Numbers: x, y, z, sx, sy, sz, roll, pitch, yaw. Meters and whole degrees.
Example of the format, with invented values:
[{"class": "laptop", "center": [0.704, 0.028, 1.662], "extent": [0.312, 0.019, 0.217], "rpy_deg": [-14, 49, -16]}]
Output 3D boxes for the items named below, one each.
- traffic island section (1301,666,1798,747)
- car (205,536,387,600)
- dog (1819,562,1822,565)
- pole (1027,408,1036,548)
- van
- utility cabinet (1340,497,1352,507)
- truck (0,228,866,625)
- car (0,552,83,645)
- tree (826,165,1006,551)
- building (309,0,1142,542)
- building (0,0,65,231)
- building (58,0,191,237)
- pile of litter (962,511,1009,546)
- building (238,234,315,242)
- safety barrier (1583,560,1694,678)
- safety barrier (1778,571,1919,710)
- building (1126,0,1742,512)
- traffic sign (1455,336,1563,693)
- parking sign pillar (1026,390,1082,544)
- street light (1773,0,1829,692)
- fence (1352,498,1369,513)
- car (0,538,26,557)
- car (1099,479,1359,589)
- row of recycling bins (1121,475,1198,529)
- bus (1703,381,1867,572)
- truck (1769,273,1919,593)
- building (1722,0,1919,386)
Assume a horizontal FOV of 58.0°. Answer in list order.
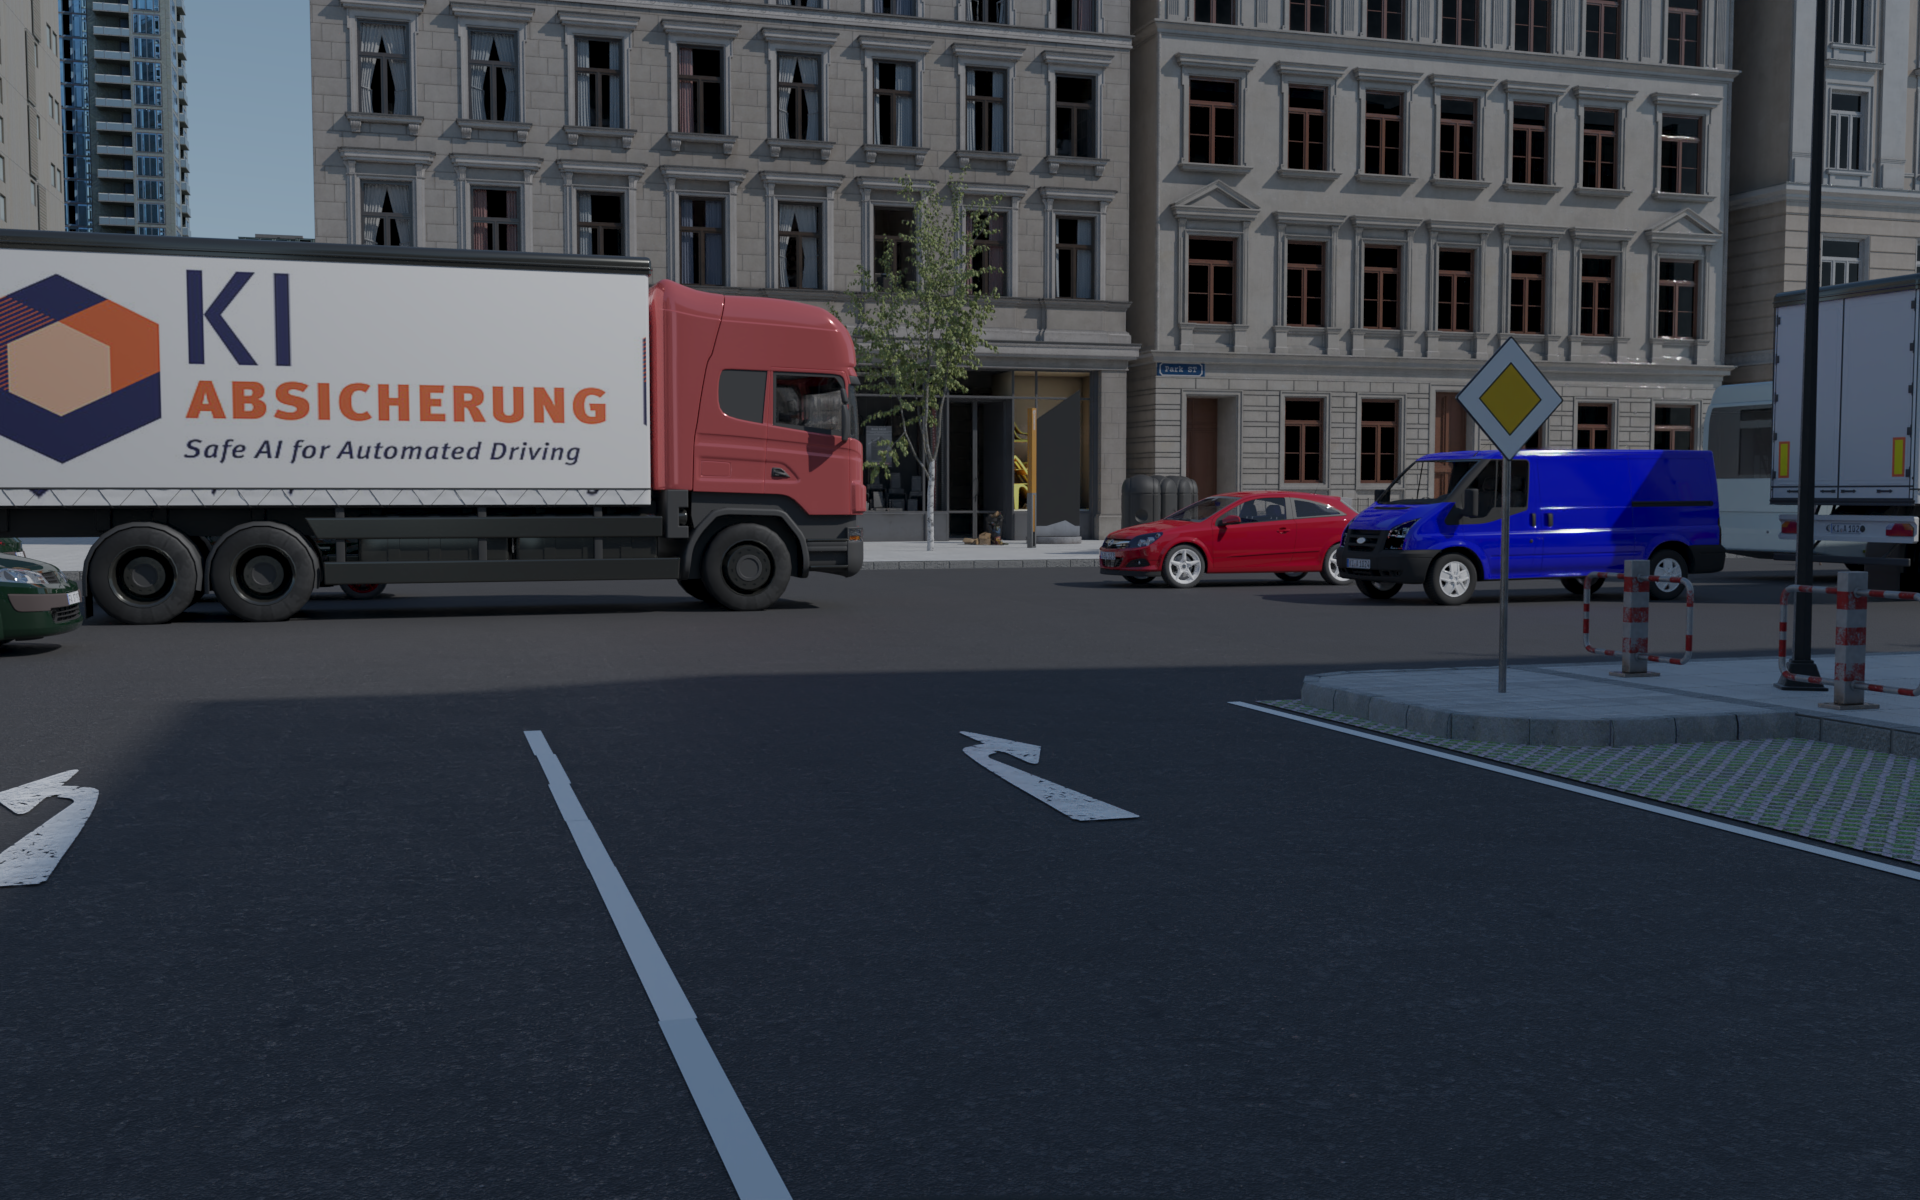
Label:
[{"class": "traffic island section", "center": [3.523, 0.677, 11.216], "extent": [2.009, 0.180, 2.903], "rpy_deg": [-1, 4, -17]}, {"class": "car", "center": [-9.650, -0.853, 23.732], "extent": [4.222, 1.686, 2.009], "rpy_deg": [-1, 4, -19]}, {"class": "dog", "center": [17.168, -0.962, 35.011], "extent": [0.540, 0.507, 0.406], "rpy_deg": [2, 4, 33]}, {"class": "pole", "center": [1.705, -2.894, 41.162], "extent": [0.158, 3.312, 0.155], "rpy_deg": [0, 3, 0]}, {"class": "van", "center": [7.695, -1.175, 23.589], "extent": [5.245, 2.365, 2.240], "rpy_deg": [-1, 4, -19]}, {"class": "utility cabinet", "center": [8.160, -1.630, 37.805], "extent": [0.306, 1.237, 1.020], "rpy_deg": [-1, 4, -19]}, {"class": "truck", "center": [-6.173, -1.959, 20.950], "extent": [11.283, 4.237, 2.839], "rpy_deg": [-1, 4, -19]}, {"class": "car", "center": [-10.113, -0.336, 15.276], "extent": [4.222, 1.686, 2.009], "rpy_deg": [-1, 4, -16]}, {"class": "tree", "center": [-0.771, -5.427, 39.099], "extent": [4.737, 8.622, 4.395], "rpy_deg": [0, 3, 0]}, {"class": "building", "center": [-15.527, -11.923, 45.845], "extent": [40.483, 20.767, 10.553], "rpy_deg": [-1, 4, -17]}, {"class": "building", "center": [-81.262, -32.725, 124.295], "extent": [27.495, 52.752, 28.713], "rpy_deg": [-1, 4, -17]}, {"class": "building", "center": [-99.515, -53.748, 191.449], "extent": [31.000, 86.520, 22.319], "rpy_deg": [-1, 4, -17]}, {"class": "pile of litter", "center": [0.642, -1.829, 43.864], "extent": [1.176, 0.858, 1.719], "rpy_deg": [0, 4, 0]}, {"class": "building", "center": [-76.675, -25.934, 195.716], "extent": [14.107, 30.474, 14.160], "rpy_deg": [-1, 4, -17]}, {"class": "safety barrier", "center": [4.758, 0.127, 12.194], "extent": [0.300, 0.817, 1.120], "rpy_deg": [-1, 4, -17]}, {"class": "safety barrier", "center": [5.331, 0.239, 10.364], "extent": [0.300, 0.817, 1.120], "rpy_deg": [-1, 4, -17]}, {"class": "building", "center": [13.404, -13.477, 56.499], "extent": [21.152, 22.565, 11.583], "rpy_deg": [-1, 4, -17]}, {"class": "traffic sign", "center": [3.503, -0.458, 11.132], "extent": [0.795, 2.450, 0.064], "rpy_deg": [-1, 4, -17]}, {"class": "parking sign pillar", "center": [2.432, -3.449, 44.869], "extent": [1.447, 3.967, 1.447], "rpy_deg": [0, 4, -7]}, {"class": "street light", "center": [5.019, -2.357, 11.074], "extent": [1.470, 5.913, 1.316], "rpy_deg": [-1, 4, -17]}, {"class": "fence", "center": [10.604, -1.955, 43.167], "extent": [2.264, 1.192, 0.480], "rpy_deg": [-3, 4, -37]}, {"class": "car", "center": [-15.248, -0.861, 23.858], "extent": [4.222, 1.686, 2.009], "rpy_deg": [-1, 4, -18]}, {"class": "car", "center": [4.360, -1.126, 27.457], "extent": [4.494, 1.783, 2.155], "rpy_deg": [-1, 4, -19]}, {"class": "row of recycling bins", "center": [4.462, -1.898, 38.152], "extent": [1.069, 1.692, 3.534], "rpy_deg": [2, 4, 25]}, {"class": "bus", "center": [19.435, -2.186, 30.604], "extent": [13.247, 3.499, 2.948], "rpy_deg": [-1, 4, -18]}, {"class": "truck", "center": [16.996, -2.203, 24.926], "extent": [11.283, 4.237, 2.839], "rpy_deg": [-1, 4, -19]}, {"class": "building", "center": [33.180, -16.925, 62.622], "extent": [20.117, 28.700, 13.634], "rpy_deg": [-1, 4, -17]}]
